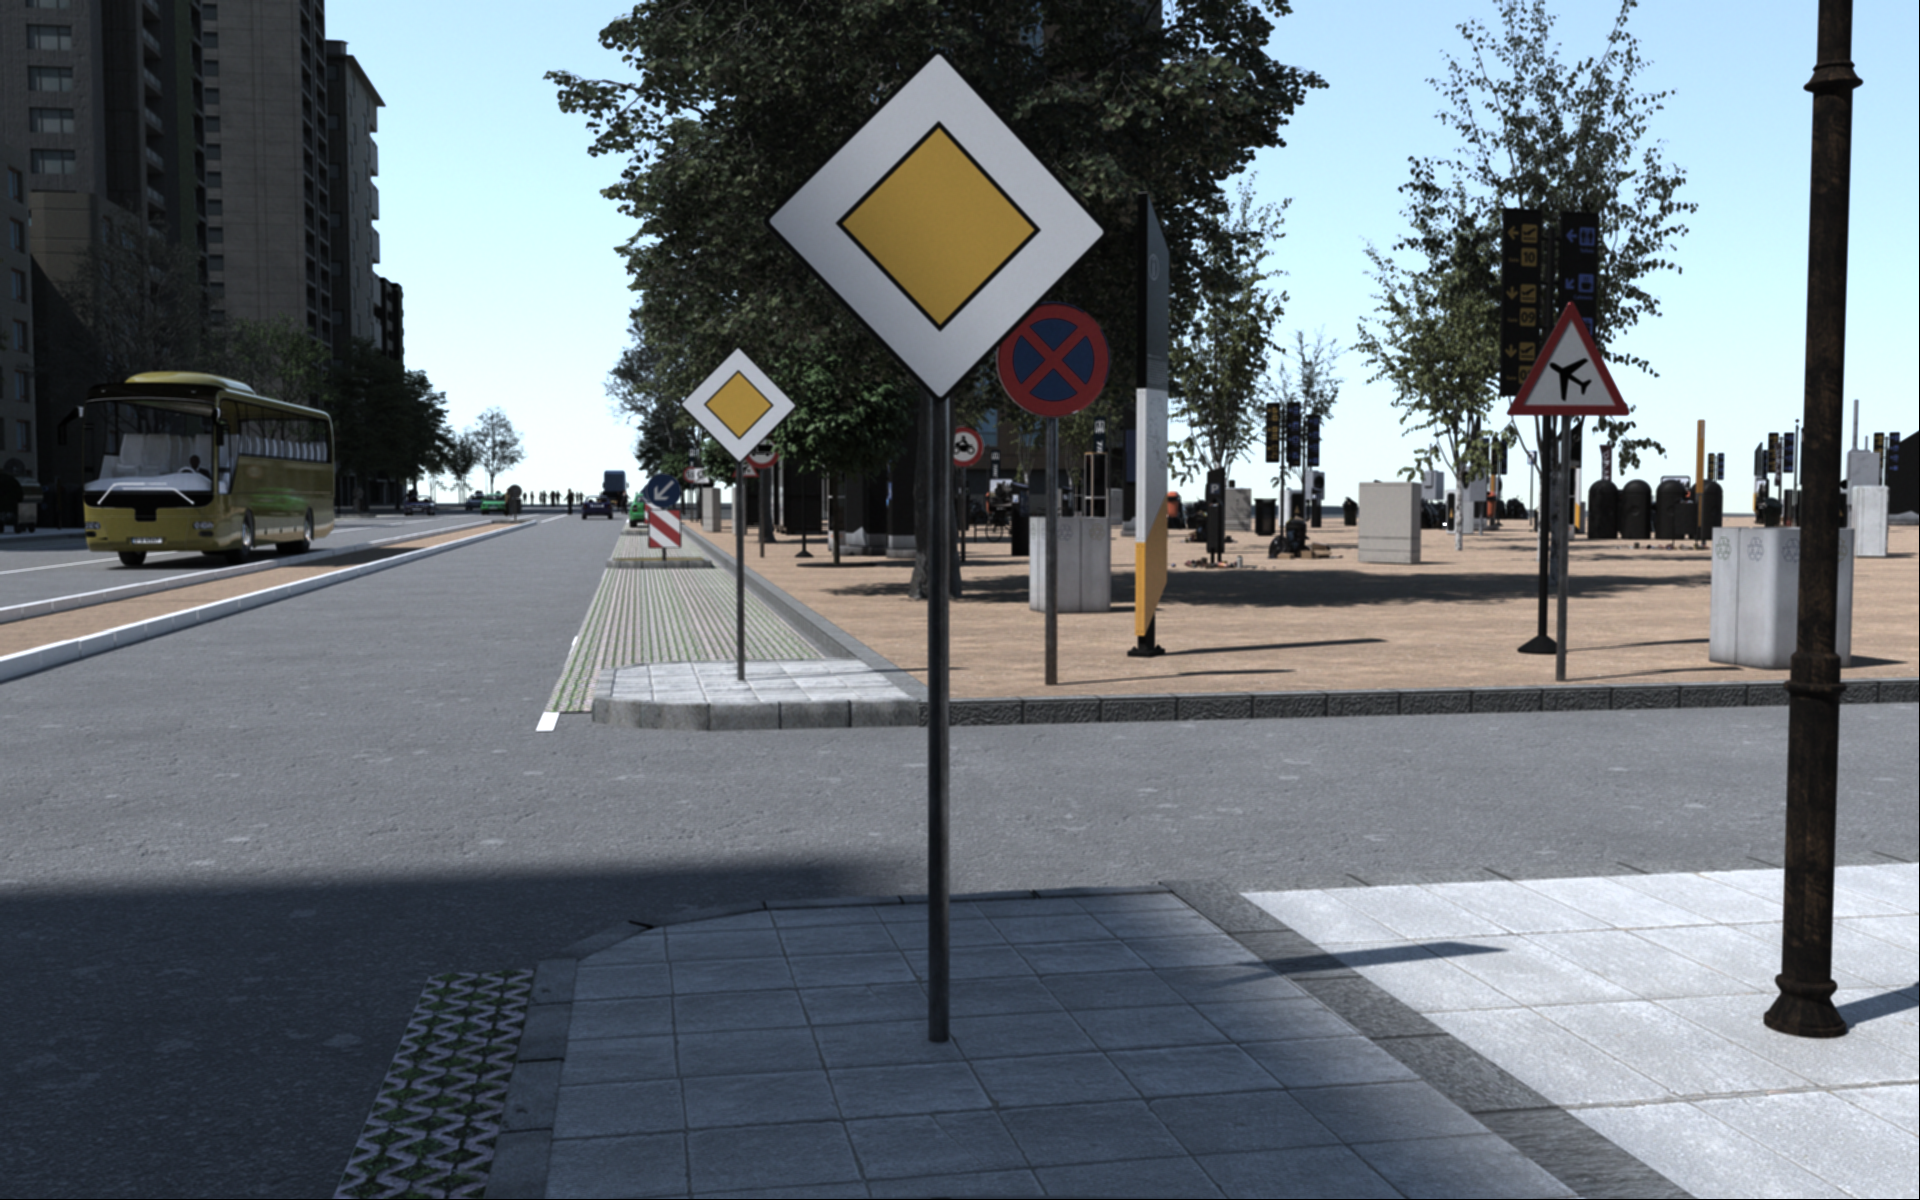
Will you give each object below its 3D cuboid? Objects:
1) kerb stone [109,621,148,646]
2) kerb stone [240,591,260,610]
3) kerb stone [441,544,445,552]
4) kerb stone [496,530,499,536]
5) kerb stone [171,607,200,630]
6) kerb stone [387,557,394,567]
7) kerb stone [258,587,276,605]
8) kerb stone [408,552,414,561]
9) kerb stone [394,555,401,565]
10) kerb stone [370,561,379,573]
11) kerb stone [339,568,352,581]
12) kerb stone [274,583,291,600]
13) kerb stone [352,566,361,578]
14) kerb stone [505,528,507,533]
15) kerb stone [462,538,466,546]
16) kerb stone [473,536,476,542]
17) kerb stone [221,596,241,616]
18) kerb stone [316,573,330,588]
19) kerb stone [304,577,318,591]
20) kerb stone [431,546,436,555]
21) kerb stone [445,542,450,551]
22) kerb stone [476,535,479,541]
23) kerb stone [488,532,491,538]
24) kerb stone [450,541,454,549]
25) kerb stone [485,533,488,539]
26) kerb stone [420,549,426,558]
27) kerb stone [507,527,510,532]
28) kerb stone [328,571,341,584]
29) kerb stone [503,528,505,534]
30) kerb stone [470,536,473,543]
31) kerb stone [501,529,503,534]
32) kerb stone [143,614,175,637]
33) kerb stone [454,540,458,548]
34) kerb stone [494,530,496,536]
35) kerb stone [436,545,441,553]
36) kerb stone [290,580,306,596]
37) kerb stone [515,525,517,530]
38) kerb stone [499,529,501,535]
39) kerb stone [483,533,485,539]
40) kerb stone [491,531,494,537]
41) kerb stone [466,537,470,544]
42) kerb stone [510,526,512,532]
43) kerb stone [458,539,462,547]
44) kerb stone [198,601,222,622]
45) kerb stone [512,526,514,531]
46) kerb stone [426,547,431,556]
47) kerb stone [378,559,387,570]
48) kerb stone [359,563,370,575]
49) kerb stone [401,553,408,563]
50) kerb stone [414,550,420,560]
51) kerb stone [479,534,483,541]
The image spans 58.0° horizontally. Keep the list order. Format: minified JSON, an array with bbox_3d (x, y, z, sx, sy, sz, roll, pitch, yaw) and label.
[{"bbox_3d":[-8.064,0.337,16.711,0.120,0.150,1.000,-1,4,-10],"label":"kerb stone"},{"bbox_3d":[-8.996,0.027,21.749,0.120,0.150,1.000,-1,4,-10],"label":"kerb stone"},{"bbox_3d":[-12.937,-1.268,42.922,0.120,0.150,1.000,-1,4,-10],"label":"kerb stone"},{"bbox_3d":[-15.915,-2.253,59.035,0.120,0.150,1.000,-1,4,-10],"label":"kerb stone"},{"bbox_3d":[-8.434,0.213,18.721,0.120,0.150,1.000,-1,4,-10],"label":"kerb stone"},{"bbox_3d":[-11.242,-0.712,33.843,0.120,0.150,1.000,-1,4,-10],"label":"kerb stone"},{"bbox_3d":[-9.185,-0.034,22.753,0.120,0.150,1.000,-1,4,-10],"label":"kerb stone"},{"bbox_3d":[-11.804,-0.898,36.875,0.120,0.150,1.000,-1,4,-10],"label":"kerb stone"},{"bbox_3d":[-11.430,-0.769,34.854,0.120,0.150,1.000,-1,4,-10],"label":"kerb stone"},{"bbox_3d":[-10.866,-0.586,31.834,0.120,0.150,1.000,-1,4,-10],"label":"kerb stone"},{"bbox_3d":[-10.306,-0.404,28.811,0.120,0.150,1.000,-1,4,-10],"label":"kerb stone"},{"bbox_3d":[-9.371,-0.096,23.760,0.120,0.150,1.000,-1,4,-10],"label":"kerb stone"},{"bbox_3d":[-10.500,-0.462,29.819,0.120,0.150,1.000,-1,4,-10],"label":"kerb stone"},{"bbox_3d":[-16.673,-2.499,63.059,0.120,0.150,1.000,-1,4,-10],"label":"kerb stone"},{"bbox_3d":[-13.864,-1.572,47.956,0.120,0.150,1.000,-1,4,-10],"label":"kerb stone"},{"bbox_3d":[-14.428,-1.760,50.983,0.120,0.150,1.000,-1,4,-10],"label":"kerb stone"},{"bbox_3d":[-8.812,0.089,20.737,0.120,0.150,1.000,-1,4,-10],"label":"kerb stone"},{"bbox_3d":[-9.937,-0.279,26.792,0.120,0.150,1.000,-1,4,-10],"label":"kerb stone"},{"bbox_3d":[-9.745,-0.219,25.775,0.120,0.150,1.000,-1,4,-10],"label":"kerb stone"},{"bbox_3d":[-12.552,-1.141,40.900,0.120,0.150,1.000,-1,4,-10],"label":"kerb stone"},{"bbox_3d":[-13.115,-1.329,43.931,0.120,0.150,1.000,-1,4,-10],"label":"kerb stone"},{"bbox_3d":[-14.609,-1.822,51.989,0.120,0.150,1.000,-1,4,-10],"label":"kerb stone"},{"bbox_3d":[-15.363,-2.068,56.014,0.120,0.150,1.000,-1,4,-10],"label":"kerb stone"},{"bbox_3d":[-13.306,-1.391,44.940,0.120,0.150,1.000,-1,4,-10],"label":"kerb stone"},{"bbox_3d":[-15.174,-2.007,55.009,0.120,0.150,1.000,-1,4,-10],"label":"kerb stone"},{"bbox_3d":[-12.179,-1.021,38.885,0.120,0.150,1.000,-1,4,-10],"label":"kerb stone"},{"bbox_3d":[-16.854,-2.561,64.065,0.120,0.150,1.000,-1,4,-10],"label":"kerb stone"},{"bbox_3d":[-10.127,-0.343,27.805,0.120,0.150,1.000,-1,4,-10],"label":"kerb stone"},{"bbox_3d":[-16.478,-2.438,62.051,0.120,0.150,1.000,-1,4,-10],"label":"kerb stone"},{"bbox_3d":[-14.237,-1.699,49.971,0.120,0.150,1.000,-1,4,-10],"label":"kerb stone"},{"bbox_3d":[-16.305,-2.376,61.042,0.120,0.150,1.000,-1,4,-10],"label":"kerb stone"},{"bbox_3d":[-8.248,0.274,17.716,0.120,0.150,1.000,-1,4,-10],"label":"kerb stone"},{"bbox_3d":[-13.493,-1.453,45.946,0.120,0.150,1.000,-1,4,-10],"label":"kerb stone"},{"bbox_3d":[-15.726,-2.192,58.031,0.120,0.150,1.000,-1,4,-10],"label":"kerb stone"},{"bbox_3d":[-12.740,-1.201,41.916,0.120,0.150,1.000,-1,4,-10],"label":"kerb stone"},{"bbox_3d":[-9.554,-0.157,24.771,0.120,0.150,1.000,-1,4,-10],"label":"kerb stone"},{"bbox_3d":[-17.604,-2.807,68.097,0.120,0.150,1.000,-1,4,-10],"label":"kerb stone"},{"bbox_3d":[-16.111,-2.315,60.038,0.120,0.150,1.000,-1,4,-10],"label":"kerb stone"},{"bbox_3d":[-14.988,-1.946,54.004,0.120,0.150,1.000,-1,4,-10],"label":"kerb stone"},{"bbox_3d":[-15.543,-2.130,57.020,0.120,0.150,1.000,-1,4,-10],"label":"kerb stone"},{"bbox_3d":[-14.048,-1.635,48.961,0.120,0.150,1.000,-1,4,-10],"label":"kerb stone"},{"bbox_3d":[-17.041,-2.617,65.077,0.120,0.150,1.000,-1,4,-10],"label":"kerb stone"},{"bbox_3d":[-13.681,-1.514,46.950,0.120,0.150,1.000,-1,4,-10],"label":"kerb stone"},{"bbox_3d":[-8.618,0.151,19.734,0.120,0.150,1.000,-1,4,-10],"label":"kerb stone"},{"bbox_3d":[-17.228,-2.681,66.081,0.120,0.150,1.000,-1,4,-10],"label":"kerb stone"},{"bbox_3d":[-12.362,-1.082,39.891,0.120,0.150,1.000,-1,4,-10],"label":"kerb stone"},{"bbox_3d":[-11.056,-0.651,32.838,0.120,0.150,1.000,-1,4,-10],"label":"kerb stone"},{"bbox_3d":[-10.681,-0.528,30.827,0.120,0.150,1.000,-1,4,-10],"label":"kerb stone"},{"bbox_3d":[-11.621,-0.836,35.867,0.120,0.150,1.000,-1,4,-10],"label":"kerb stone"},{"bbox_3d":[-11.997,-0.959,37.879,0.120,0.150,1.000,-1,4,-10],"label":"kerb stone"},{"bbox_3d":[-14.795,-1.884,52.994,0.120,0.150,1.000,-1,4,-10],"label":"kerb stone"}]
